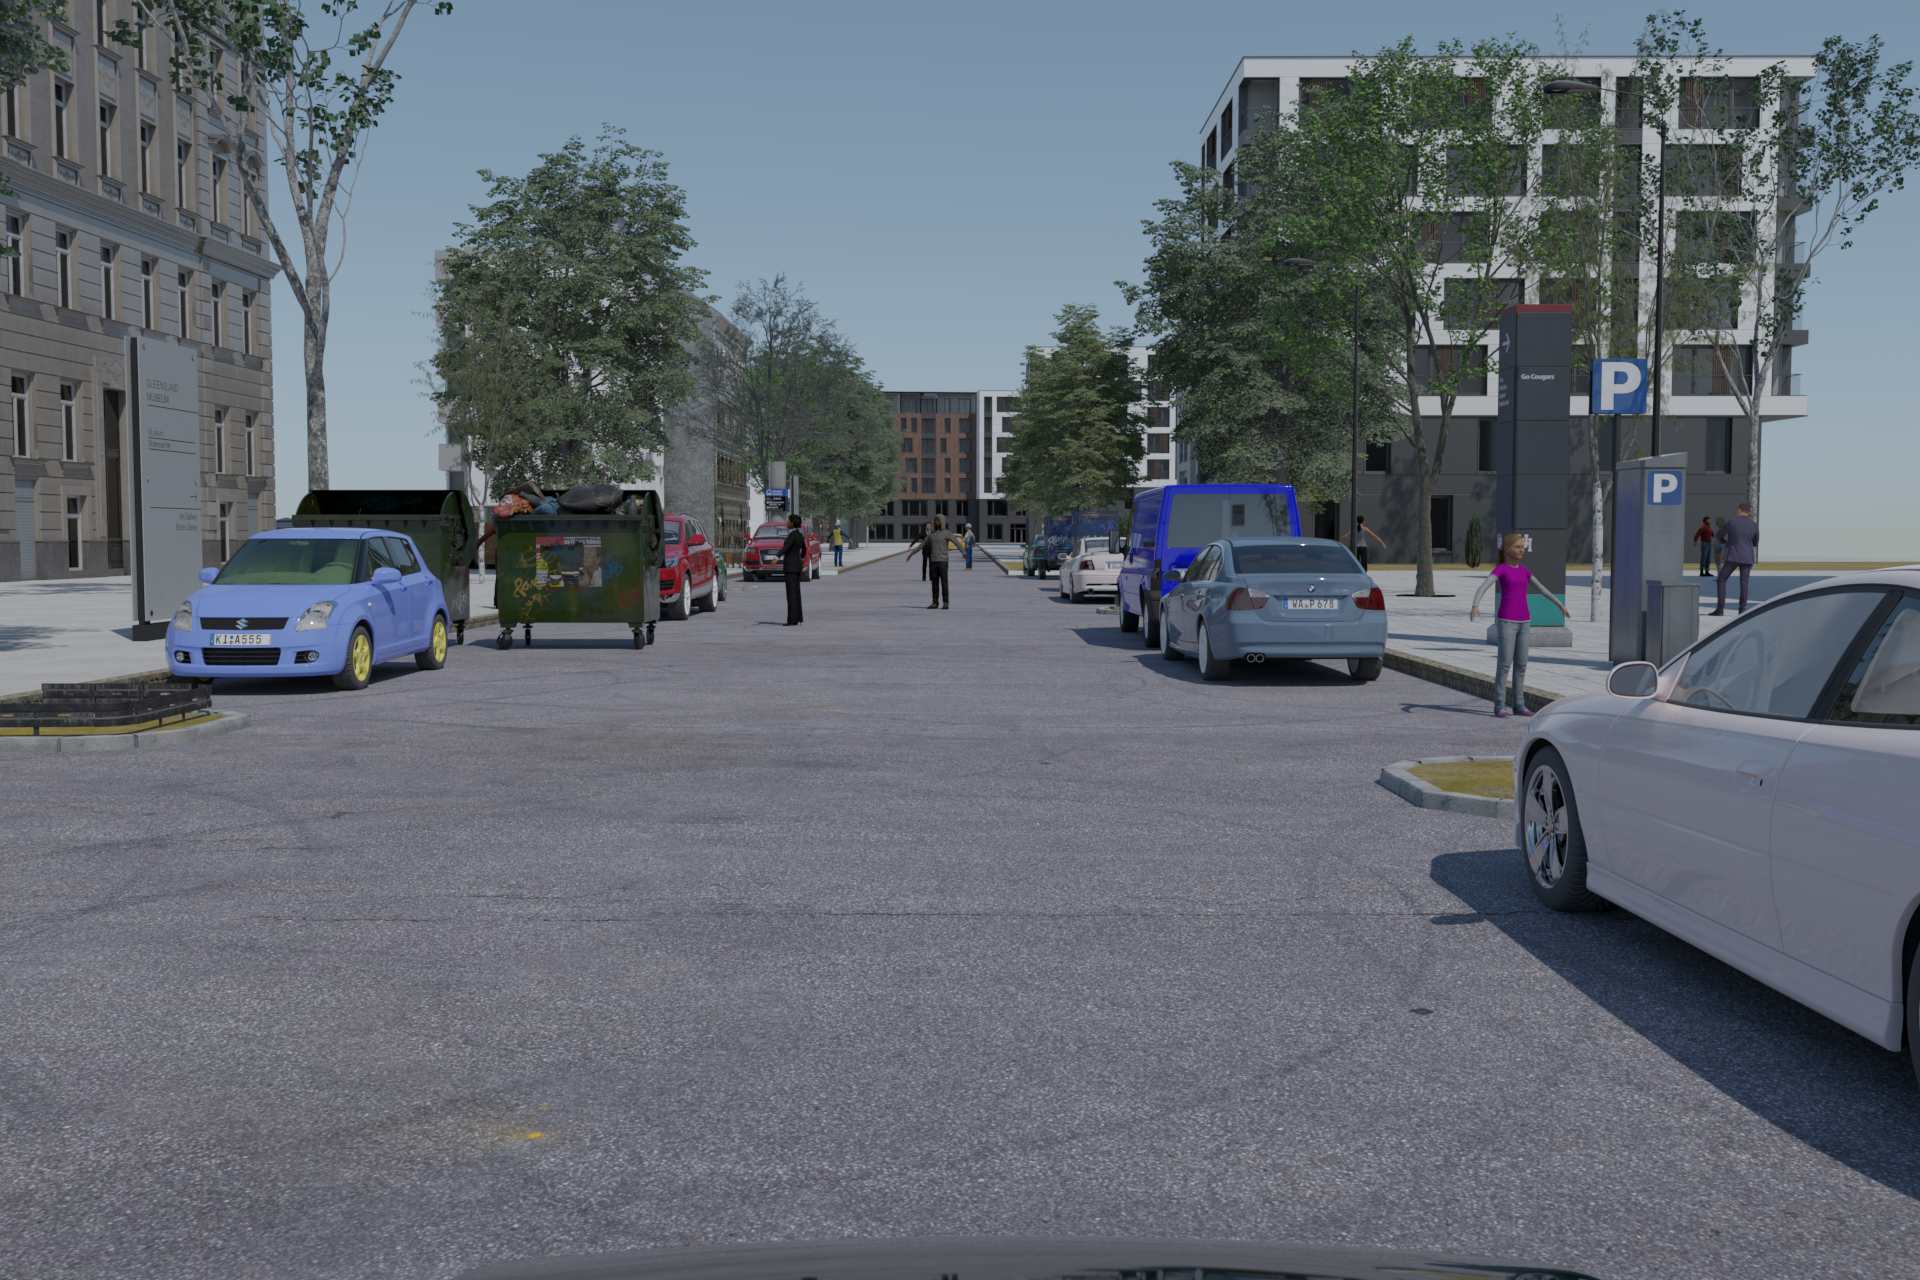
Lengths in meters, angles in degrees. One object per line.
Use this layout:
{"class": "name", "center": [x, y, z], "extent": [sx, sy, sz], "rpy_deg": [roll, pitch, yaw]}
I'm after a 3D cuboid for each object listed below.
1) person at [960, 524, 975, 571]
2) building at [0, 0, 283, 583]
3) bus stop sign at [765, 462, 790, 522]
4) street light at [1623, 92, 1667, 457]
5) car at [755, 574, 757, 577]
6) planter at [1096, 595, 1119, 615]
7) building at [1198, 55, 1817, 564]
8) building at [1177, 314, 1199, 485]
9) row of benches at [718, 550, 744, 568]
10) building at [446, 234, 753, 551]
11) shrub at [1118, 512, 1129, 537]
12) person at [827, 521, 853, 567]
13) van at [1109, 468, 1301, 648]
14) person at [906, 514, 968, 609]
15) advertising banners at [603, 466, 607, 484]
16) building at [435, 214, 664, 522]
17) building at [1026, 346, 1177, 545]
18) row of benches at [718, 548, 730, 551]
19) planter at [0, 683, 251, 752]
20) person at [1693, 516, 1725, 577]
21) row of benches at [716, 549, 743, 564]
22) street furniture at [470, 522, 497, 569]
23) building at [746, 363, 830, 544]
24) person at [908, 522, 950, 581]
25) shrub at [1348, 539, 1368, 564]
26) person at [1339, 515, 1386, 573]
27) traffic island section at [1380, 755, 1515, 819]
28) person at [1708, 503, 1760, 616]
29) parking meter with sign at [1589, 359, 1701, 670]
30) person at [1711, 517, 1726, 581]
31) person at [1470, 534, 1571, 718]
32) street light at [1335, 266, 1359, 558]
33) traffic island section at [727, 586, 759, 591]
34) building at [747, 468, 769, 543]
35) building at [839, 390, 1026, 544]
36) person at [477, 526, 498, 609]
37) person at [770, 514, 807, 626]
{"class": "person", "center": [0.310, -3.663, 68.203], "extent": [0.705, 1.847, 1.347], "rpy_deg": [2, 4, 28]}
{"class": "building", "center": [-30.982, -15.554, 51.575], "extent": [12.463, 27.353, 25.104], "rpy_deg": [0, 3, 0]}
{"class": "bus stop sign", "center": [-6.649, -4.534, 63.147], "extent": [0.837, 3.901, 0.837], "rpy_deg": [0, 4, -1]}
{"class": "street light", "center": [7.756, -2.775, 17.905], "extent": [1.470, 5.913, 1.316], "rpy_deg": [0, 3, 0]}
{"class": "car", "center": [-5.881, -2.846, 58.893], "extent": [2.083, 1.381, 4.827], "rpy_deg": [0, 4, 0]}
{"class": "planter", "center": [3.488, -0.627, 31.398], "extent": [1.991, 0.319, 1.994], "rpy_deg": [0, 4, 1]}
{"class": "building", "center": [26.130, -15.088, 90.664], "extent": [27.936, 21.610, 32.646], "rpy_deg": [0, 4, 0]}
{"class": "building", "center": [25.854, -15.765, 124.213], "extent": [16.747, 18.905, 31.486], "rpy_deg": [0, 4, 0]}
{"class": "row of benches", "center": [-8.145, -3.062, 65.529], "extent": [1.422, 0.672, 4.104], "rpy_deg": [-3, 4, -36]}
{"class": "building", "center": [-26.074, -18.161, 127.866], "extent": [19.493, 23.208, 18.063], "rpy_deg": [0, 3, 0]}
{"class": "shrub", "center": [5.955, -3.592, 62.770], "extent": [1.661, 2.075, 1.752], "rpy_deg": [0, 3, 0]}
{"class": "person", "center": [-4.714, -3.746, 67.709], "extent": [1.216, 1.772, 0.721], "rpy_deg": [2, 4, 30]}
{"class": "van", "center": [3.272, -1.169, 23.505], "extent": [2.240, 2.365, 5.245], "rpy_deg": [0, 4, -1]}
{"class": "person", "center": [-0.401, -1.493, 32.995], "extent": [1.348, 1.813, 0.705], "rpy_deg": [2, 4, 30]}
{"class": "advertising banners", "center": [-9.103, -2.912, 43.807], "extent": [0.090, 3.025, 2.074], "rpy_deg": [0, 4, -1]}
{"class": "building", "center": [-25.018, -15.113, 103.524], "extent": [16.016, 20.090, 11.380], "rpy_deg": [0, 4, 1]}
{"class": "building", "center": [21.638, -22.076, 204.912], "extent": [27.936, 21.610, 32.646], "rpy_deg": [0, 4, 0]}
{"class": "row of benches", "center": [-11.183, -3.849, 78.401], "extent": [1.422, 0.672, 4.104], "rpy_deg": [-2, 4, -24]}
{"class": "planter", "center": [-6.259, 0.536, 12.376], "extent": [1.991, 0.319, 1.994], "rpy_deg": [0, 4, 0]}
{"class": "person", "center": [22.507, -2.818, 52.188], "extent": [1.345, 1.816, 0.704], "rpy_deg": [-2, 4, -29]}
{"class": "row of benches", "center": [-9.030, -3.535, 73.266], "extent": [4.104, 0.672, 1.422], "rpy_deg": [1, 4, 22]}
{"class": "street furniture", "center": [-16.132, -3.650, 66.532], "extent": [9.812, 1.723, 11.010], "rpy_deg": [1, 4, 17]}
{"class": "building", "center": [-26.846, -24.199, 226.579], "extent": [19.493, 23.208, 18.063], "rpy_deg": [0, 4, 1]}
{"class": "person", "center": [-0.965, -2.692, 52.655], "extent": [1.347, 1.806, 0.705], "rpy_deg": [-1, 4, -19]}
{"class": "shrub", "center": [14.821, -3.294, 64.980], "extent": [1.383, 1.207, 1.383], "rpy_deg": [0, 3, 0]}
{"class": "person", "center": [9.823, -2.179, 42.438], "extent": [1.217, 1.737, 0.721], "rpy_deg": [2, 4, 25]}
{"class": "traffic island section", "center": [3.403, 0.815, 9.548], "extent": [1.991, 0.108, 1.994], "rpy_deg": [0, 4, 0]}
{"class": "person", "center": [12.082, -1.258, 27.058], "extent": [0.683, 1.767, 0.568], "rpy_deg": [0, 4, 4]}
{"class": "parking meter with sign", "center": [6.547, -1.237, 16.481], "extent": [0.543, 3.016, 1.738], "rpy_deg": [0, 3, 0]}
{"class": "person", "center": [20.490, -2.469, 46.973], "extent": [0.721, 1.753, 1.214], "rpy_deg": [2, 4, 27]}
{"class": "person", "center": [4.361, -0.110, 13.528], "extent": [0.991, 1.433, 0.599], "rpy_deg": [-2, 4, -25]}
{"class": "street light", "center": [7.230, -3.472, 29.316], "extent": [1.470, 5.913, 1.316], "rpy_deg": [0, 4, 0]}
{"class": "traffic island section", "center": [-6.188, -1.309, 44.272], "extent": [1.991, 0.108, 1.994], "rpy_deg": [0, 4, 0]}
{"class": "building", "center": [-26.068, -15.965, 203.175], "extent": [9.099, 9.664, 28.070], "rpy_deg": [0, 4, -1]}
{"class": "building", "center": [-1.074, -25.140, 257.473], "extent": [32.646, 21.610, 27.936], "rpy_deg": [0, 4, -7]}
{"class": "person", "center": [-7.756, -1.395, 29.620], "extent": [1.215, 1.729, 0.721], "rpy_deg": [0, 4, 3]}
{"class": "person", "center": [-2.675, -1.094, 27.073], "extent": [0.721, 1.740, 1.216], "rpy_deg": [1, 4, 17]}
